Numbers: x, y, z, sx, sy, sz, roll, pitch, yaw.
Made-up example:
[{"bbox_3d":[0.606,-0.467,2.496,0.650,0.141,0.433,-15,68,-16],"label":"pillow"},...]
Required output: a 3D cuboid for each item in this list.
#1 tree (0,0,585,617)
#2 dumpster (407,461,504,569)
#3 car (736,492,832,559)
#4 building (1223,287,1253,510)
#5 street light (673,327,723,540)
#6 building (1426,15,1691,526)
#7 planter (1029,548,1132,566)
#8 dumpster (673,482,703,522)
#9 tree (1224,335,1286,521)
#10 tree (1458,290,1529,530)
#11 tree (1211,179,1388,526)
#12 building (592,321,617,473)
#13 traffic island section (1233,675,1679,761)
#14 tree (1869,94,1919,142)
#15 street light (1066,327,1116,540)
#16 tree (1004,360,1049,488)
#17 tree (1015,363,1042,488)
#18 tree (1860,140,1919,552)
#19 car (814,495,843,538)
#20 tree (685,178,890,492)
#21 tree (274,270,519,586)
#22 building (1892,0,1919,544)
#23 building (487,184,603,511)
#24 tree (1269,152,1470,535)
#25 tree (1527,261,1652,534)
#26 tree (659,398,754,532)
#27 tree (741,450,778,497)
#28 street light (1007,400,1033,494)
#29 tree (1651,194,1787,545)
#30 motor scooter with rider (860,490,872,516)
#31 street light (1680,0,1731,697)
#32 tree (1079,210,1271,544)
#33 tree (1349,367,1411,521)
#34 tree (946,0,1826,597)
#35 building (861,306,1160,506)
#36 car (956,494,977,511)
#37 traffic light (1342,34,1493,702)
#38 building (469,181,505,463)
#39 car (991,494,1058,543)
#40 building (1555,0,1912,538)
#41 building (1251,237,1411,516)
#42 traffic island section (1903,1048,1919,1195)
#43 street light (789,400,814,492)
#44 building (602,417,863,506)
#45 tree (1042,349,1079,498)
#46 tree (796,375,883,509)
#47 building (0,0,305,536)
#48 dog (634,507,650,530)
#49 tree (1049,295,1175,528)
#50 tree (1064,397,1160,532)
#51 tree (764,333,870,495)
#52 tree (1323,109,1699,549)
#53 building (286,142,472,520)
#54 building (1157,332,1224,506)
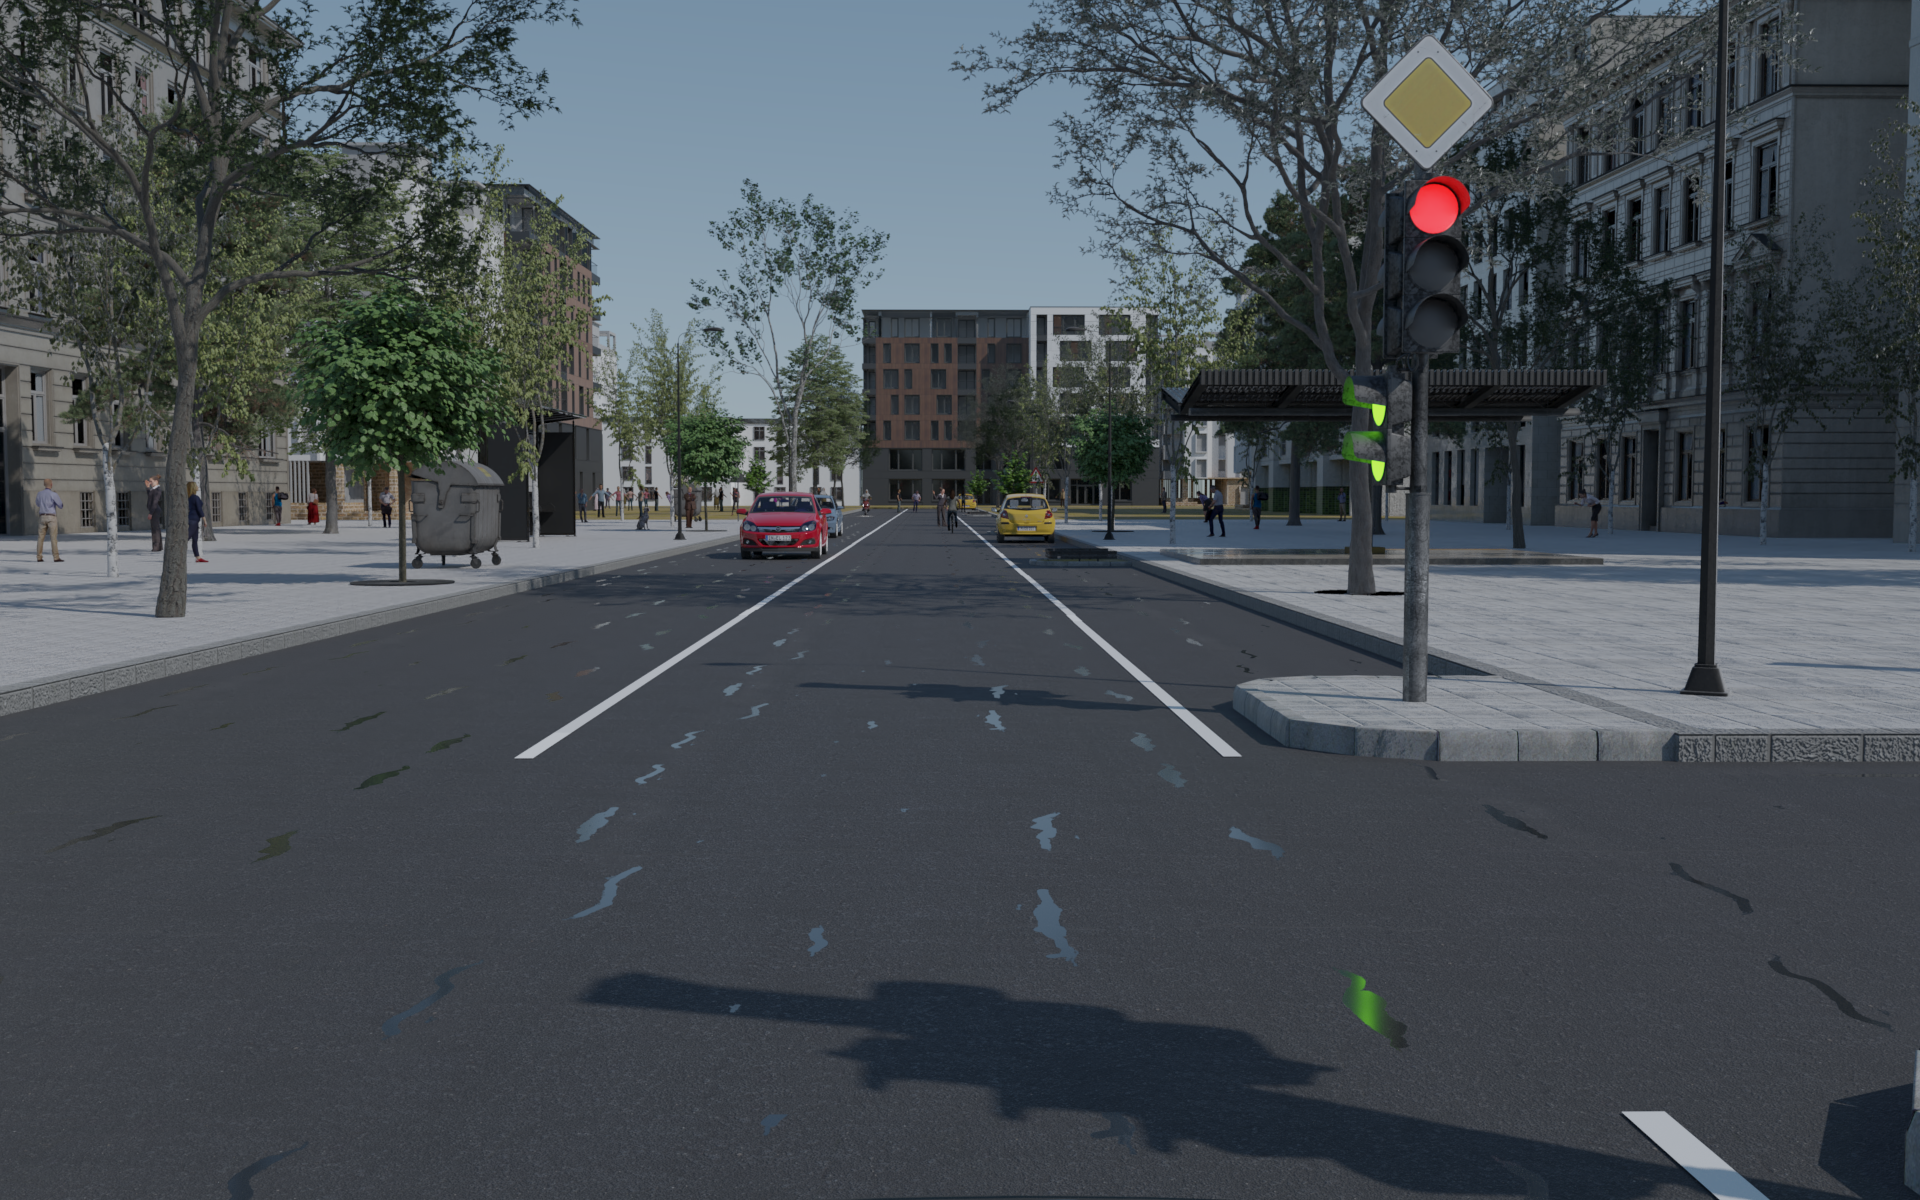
[{"bbox_3d":[-7.897,-5.091,17.653,7.601,10.594,8.767,1,4,11],"label":"tree"},{"bbox_3d":[-8.822,-1.503,30.336,1.264,1.857,1.865,0,4,-1],"label":"dumpster"},{"bbox_3d":[-3.995,-1.872,39.651,2.155,1.783,4.494,0,4,-1],"label":"car"},{"bbox_3d":[30.204,-17.220,137.970,16.016,20.091,11.380,0,4,-1],"label":"building"},{"bbox_3d":[-7.300,-4.634,48.305,1.470,5.913,1.316,0,4,-1],"label":"street light"},{"bbox_3d":[28.160,-13.654,77.993,10.420,20.320,16.860,0,4,-1],"label":"building"},{"bbox_3d":[2.423,-0.872,35.391,1.991,0.319,1.994,0,4,-1],"label":"planter"},{"bbox_3d":[-12.652,-4.556,80.249,1.264,1.857,1.865,0,4,-1],"label":"dumpster"},{"bbox_3d":[13.892,-8.002,81.196,4.360,8.622,3.978,0,3,0],"label":"tree"},{"bbox_3d":[19.484,-6.832,62.070,4.360,8.622,3.978,0,3,0],"label":"tree"},{"bbox_3d":[13.864,-9.950,70.099,7.806,13.903,7.818,0,3,0],"label":"tree"},{"bbox_3d":[-45.521,-20.725,195.268,11.380,20.091,16.016,0,4,-1],"label":"building"},{"bbox_3d":[2.840,0.706,10.736,2.009,0.180,2.903,0,4,-1],"label":"traffic island section"},{"bbox_3d":[17.332,-4.854,29.725,4.360,8.622,3.978,0,3,0],"label":"tree"},{"bbox_3d":[3.637,-4.635,48.325,1.470,5.913,1.316,0,4,-1],"label":"street light"},{"bbox_3d":[4.535,-7.667,75.723,4.360,8.622,3.978,0,3,0],"label":"tree"},{"bbox_3d":[4.696,-8.677,92.231,4.737,8.622,4.395,0,3,0],"label":"tree"},{"bbox_3d":[20.928,-5.378,38.290,4.360,8.622,3.978,0,3,0],"label":"tree"},{"bbox_3d":[-4.877,-2.809,57.936,2.014,1.417,4.499,0,4,-1],"label":"car"},{"bbox_3d":[-10.443,-15.172,103.945,12.611,20.169,13.585,0,3,0],"label":"tree"},{"bbox_3d":[-8.062,-2.503,24.643,4.285,4.588,4.351,0,3,0],"label":"tree"},{"bbox_3d":[46.133,-15.951,37.208,44.131,29.872,17.030,0,4,-1],"label":"building"},{"bbox_3d":[-44.812,-17.372,128.001,32.646,21.610,27.936,0,4,-1],"label":"building"},{"bbox_3d":[13.155,-8.090,54.335,6.751,12.117,7.091,0,3,0],"label":"tree"},{"bbox_3d":[20.854,-6.432,55.521,4.360,8.622,3.978,0,3,0],"label":"tree"},{"bbox_3d":[-8.686,-4.644,59.635,4.285,4.588,4.351,0,3,0],"label":"tree"},{"bbox_3d":[-8.735,-4.943,75.422,1.663,3.219,1.824,0,3,0],"label":"tree"},{"bbox_3d":[3.043,-6.926,85.783,1.470,5.913,1.316,0,4,-1],"label":"street light"},{"bbox_3d":[20.558,-5.703,43.606,4.360,8.622,3.978,0,3,0],"label":"tree"},{"bbox_3d":[-6.349,-6.572,116.418,0.876,1.779,1.986,0,4,-1],"label":"motor scooter with rider"},{"bbox_3d":[4.251,-2.349,10.951,1.470,5.913,1.316,0,4,-1],"label":"street light"},{"bbox_3d":[5.746,-5.764,44.600,4.737,8.622,4.395,0,3,0],"label":"tree"},{"bbox_3d":[20.483,-8.133,83.333,4.737,8.622,4.395,0,3,0],"label":"tree"},{"bbox_3d":[4.978,-6.812,21.748,12.009,13.543,11.850,0,3,0],"label":"tree"},{"bbox_3d":[5.246,-21.925,202.442,32.646,21.610,27.936,0,4,-1],"label":"building"},{"bbox_3d":[0.434,-8.377,147.186,2.015,1.641,3.980,0,4,-3],"label":"car"},{"bbox_3d":[2.800,-1.308,10.623,0.839,4.213,0.868,0,4,-1],"label":"traffic light"},{"bbox_3d":[-35.594,-15.058,102.623,16.016,20.091,11.380,0,4,-1],"label":"building"},{"bbox_3d":[1.945,-2.554,51.989,2.015,1.641,3.980,0,4,1],"label":"car"},{"bbox_3d":[28.419,-11.892,59.059,10.561,19.102,19.286,0,4,-1],"label":"building"},{"bbox_3d":[30.910,-15.286,116.382,16.747,18.905,31.486,0,4,-1],"label":"building"},{"bbox_3d":[2.974,1.194,2.752,2.009,0.180,2.903,0,4,-1],"label":"traffic island section"},{"bbox_3d":[-7.878,-6.908,85.491,1.470,5.913,1.316,0,4,-1],"label":"street light"},{"bbox_3d":[-24.946,-15.324,192.694,28.070,9.664,9.099,0,4,-1],"label":"building"},{"bbox_3d":[6.733,-8.007,81.277,4.737,8.622,4.395,0,3,0],"label":"tree"},{"bbox_3d":[-9.397,-12.135,132.825,7.601,10.594,8.767,-1,4,-8],"label":"tree"},{"bbox_3d":[-36.077,-13.879,60.209,16.112,22.955,30.059,0,4,-1],"label":"building"},{"bbox_3d":[-11.496,-2.922,62.153,0.800,0.831,0.513,-1,4,-16],"label":"dog"},{"bbox_3d":[6.001,-7.026,65.244,4.360,8.622,3.978,0,3,0],"label":"tree"},{"bbox_3d":[5.126,-4.587,58.707,4.285,4.588,4.351,0,3,0],"label":"tree"},{"bbox_3d":[-9.820,-12.488,122.307,7.486,12.596,7.792,0,3,0],"label":"tree"},{"bbox_3d":[13.165,-6.511,40.873,8.767,10.594,7.601,0,4,-8],"label":"tree"},{"bbox_3d":[-35.554,-14.364,91.264,16.016,20.091,11.380,0,4,-1],"label":"building"},{"bbox_3d":[27.672,-20.795,196.417,11.380,20.091,16.016,0,4,-1],"label":"building"}]
